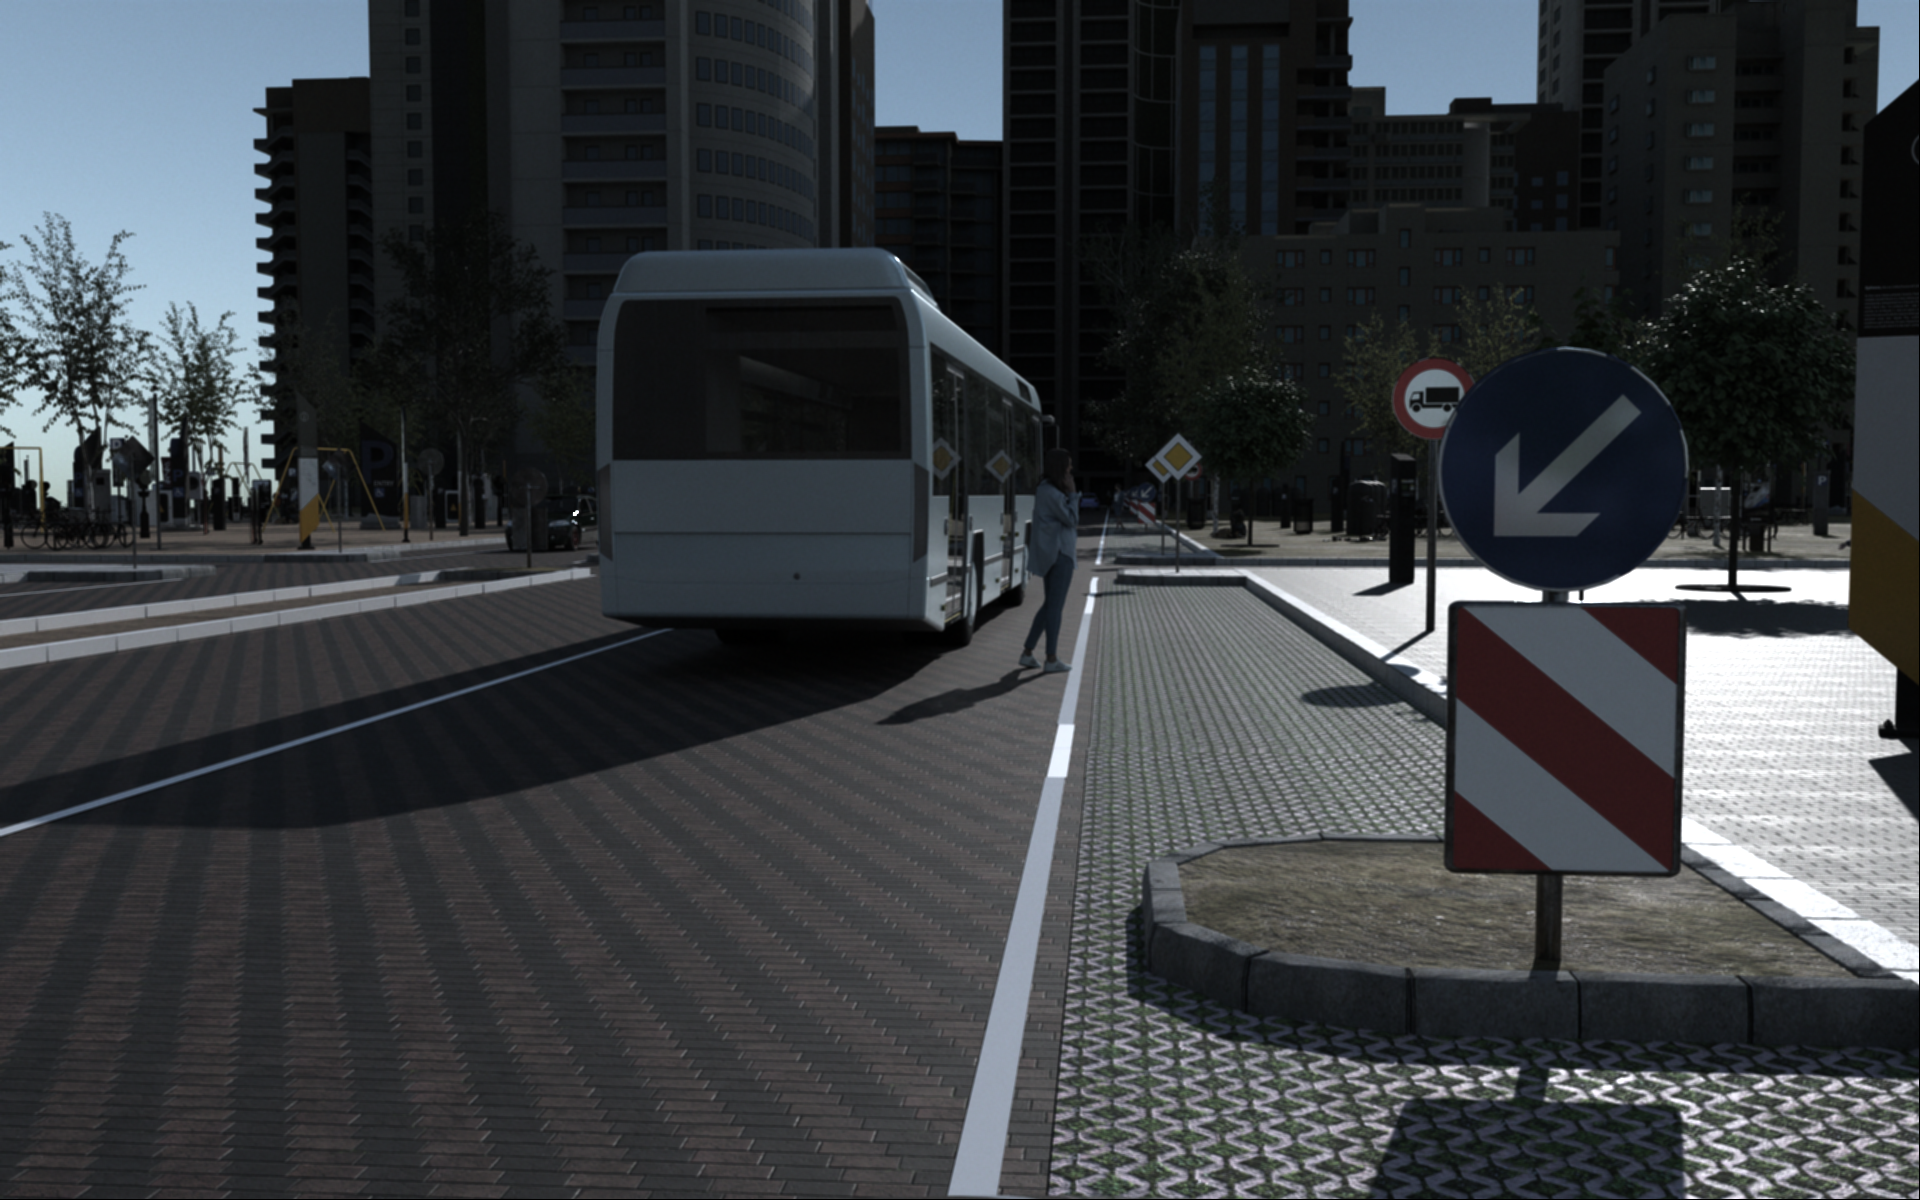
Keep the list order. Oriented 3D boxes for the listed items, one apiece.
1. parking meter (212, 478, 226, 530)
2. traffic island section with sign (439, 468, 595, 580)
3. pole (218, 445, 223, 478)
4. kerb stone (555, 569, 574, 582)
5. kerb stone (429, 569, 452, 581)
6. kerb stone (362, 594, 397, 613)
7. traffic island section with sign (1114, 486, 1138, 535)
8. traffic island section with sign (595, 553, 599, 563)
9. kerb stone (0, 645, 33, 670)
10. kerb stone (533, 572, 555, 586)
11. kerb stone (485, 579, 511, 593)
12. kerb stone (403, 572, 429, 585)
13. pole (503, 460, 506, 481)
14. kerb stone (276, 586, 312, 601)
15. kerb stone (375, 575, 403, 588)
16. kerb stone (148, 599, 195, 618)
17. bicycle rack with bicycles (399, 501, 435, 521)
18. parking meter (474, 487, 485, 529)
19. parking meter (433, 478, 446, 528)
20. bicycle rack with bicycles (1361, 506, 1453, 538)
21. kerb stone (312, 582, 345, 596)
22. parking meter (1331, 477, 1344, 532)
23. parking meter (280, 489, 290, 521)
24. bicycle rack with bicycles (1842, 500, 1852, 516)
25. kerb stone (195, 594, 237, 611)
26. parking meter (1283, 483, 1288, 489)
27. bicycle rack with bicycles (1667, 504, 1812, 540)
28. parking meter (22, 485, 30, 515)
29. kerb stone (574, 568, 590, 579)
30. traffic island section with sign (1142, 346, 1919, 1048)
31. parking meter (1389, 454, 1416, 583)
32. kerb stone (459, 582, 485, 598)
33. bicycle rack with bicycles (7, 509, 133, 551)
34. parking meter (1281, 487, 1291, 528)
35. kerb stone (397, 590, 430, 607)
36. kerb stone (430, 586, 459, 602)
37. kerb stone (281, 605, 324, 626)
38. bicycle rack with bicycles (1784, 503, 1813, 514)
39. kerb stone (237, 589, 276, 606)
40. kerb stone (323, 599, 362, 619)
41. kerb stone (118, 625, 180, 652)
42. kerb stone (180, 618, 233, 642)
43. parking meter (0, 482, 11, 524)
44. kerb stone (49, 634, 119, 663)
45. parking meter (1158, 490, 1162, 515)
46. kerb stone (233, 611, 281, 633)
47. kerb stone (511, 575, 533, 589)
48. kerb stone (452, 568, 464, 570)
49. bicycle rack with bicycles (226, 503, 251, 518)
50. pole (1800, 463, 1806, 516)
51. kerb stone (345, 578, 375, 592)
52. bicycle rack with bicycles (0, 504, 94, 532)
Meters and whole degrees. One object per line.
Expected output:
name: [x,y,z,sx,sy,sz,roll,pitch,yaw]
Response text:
parking meter: [-26.266,-3.405,61.375,0.399,1.863,0.255,0,4,5]
traffic island section with sign: [-7.550,-1.308,29.523,2.006,1.907,1.989,0,4,5]
pole: [-30.966,-4.817,72.594,0.158,3.312,0.155,0,3,0]
kerb stone: [-6.605,-0.381,28.486,0.120,0.150,1.000,0,4,5]
kerb stone: [-8.693,-0.396,28.670,0.120,0.150,1.000,0,4,5]
kerb stone: [-7.228,0.053,21.332,0.120,0.150,1.000,0,4,5]
traffic island section with sign: [6.436,-3.198,60.918,1.989,1.847,2.006,0,4,5]
traffic island section with sign: [-6.895,-1.759,36.902,2.006,1.907,1.989,0,4,5]
kerb stone: [-7.845,0.490,14.187,0.120,0.150,1.000,0,4,5]
kerb stone: [-6.687,-0.322,27.456,0.120,0.150,1.000,0,4,5]
kerb stone: [-6.858,-0.192,25.406,0.120,0.150,1.000,0,4,5]
kerb stone: [-8.778,-0.331,27.648,0.120,0.150,1.000,0,4,5]
pole: [-27.168,-6.699,103.371,0.158,3.312,0.155,0,3,0]
kerb stone: [-9.137,-0.083,23.554,0.120,0.150,1.000,0,4,5]
kerb stone: [-8.871,-0.268,26.624,0.120,0.150,1.000,0,4,5]
kerb stone: [-9.403,0.106,20.500,0.120,0.150,1.000,0,4,5]
bicycle rack with bicycles: [-25.973,-4.289,83.505,2.925,0.926,2.852,-2,4,-24]
parking meter: [-17.737,-3.397,63.954,0.372,1.533,0.369,0,3,0]
parking meter: [-19.430,-3.606,64.666,0.399,1.863,0.255,-2,4,-28]
bicycle rack with bicycles: [13.370,-2.352,51.834,2.925,0.926,2.852,0,4,-4]
kerb stone: [-9.037,-0.141,24.575,0.120,0.150,1.000,0,4,5]
parking meter: [12.759,-3.233,58.568,0.255,1.863,0.399,-3,5,-39]
parking meter: [-32.535,-4.584,83.357,0.372,1.533,0.369,0,3,0]
bicycle rack with bicycles: [52.085,-5.279,99.698,2.852,0.926,2.925,3,5,42]
kerb stone: [-9.319,0.048,21.519,0.120,0.150,1.000,0,4,5]
parking meter: [17.226,-5.261,91.722,0.255,1.863,0.399,0,4,2]
bicycle rack with bicycles: [22.087,-2.215,49.593,2.852,0.926,2.925,-2,4,-32]
parking meter: [-58.077,-6.235,107.654,0.255,1.863,0.399,0,4,3]
kerb stone: [-6.508,-0.447,29.503,0.120,0.150,1.000,0,4,5]
traffic island section with sign: [1.587,0.193,5.467,1.989,1.847,2.006,0,4,5]
parking meter: [6.393,-1.181,25.016,0.255,1.863,0.399,0,4,-8]
kerb stone: [-6.957,-0.133,24.388,0.120,0.150,1.000,0,4,5]
bicycle rack with bicycles: [-20.807,-1.676,40.786,2.852,0.926,2.925,2,4,30]
parking meter: [12.283,-3.479,65.295,0.372,1.533,0.369,0,3,0]
kerb stone: [-7.133,-0.010,22.352,0.120,0.150,1.000,0,4,5]
kerb stone: [-7.048,-0.072,23.370,0.120,0.150,1.000,0,4,5]
kerb stone: [-7.396,0.179,19.290,0.120,0.150,1.000,0,4,5]
bicycle rack with bicycles: [33.995,-3.586,72.015,2.925,0.926,2.852,1,4,22]
kerb stone: [-9.228,-0.020,22.536,0.120,0.150,1.000,0,4,5]
kerb stone: [-7.316,0.115,20.309,0.120,0.150,1.000,0,4,5]
kerb stone: [-7.666,0.366,16.232,0.120,0.150,1.000,0,4,5]
kerb stone: [-7.576,0.308,17.251,0.120,0.150,1.000,0,4,5]
parking meter: [-41.328,-4.236,74.969,0.399,1.863,0.255,0,4,-5]
kerb stone: [-7.755,0.428,15.205,0.120,0.150,1.000,0,4,5]
parking meter: [12.074,-5.855,104.147,0.372,1.533,0.369,0,3,0]
kerb stone: [-7.487,0.246,18.273,0.120,0.150,1.000,0,4,5]
kerb stone: [-6.783,-0.256,26.434,0.120,0.150,1.000,0,4,5]
kerb stone: [-8.600,-0.458,29.688,0.120,0.150,1.000,0,4,5]
bicycle rack with bicycles: [-39.044,-4.956,94.419,2.925,0.926,2.852,-3,5,-41]
pole: [45.416,-6.082,93.288,0.158,3.312,0.155,0,3,0]
kerb stone: [-8.955,-0.205,25.599,0.120,0.150,1.000,0,4,5]
bicycle rack with bicycles: [-34.296,-3.148,64.852,2.925,0.926,2.852,-1,4,-21]
